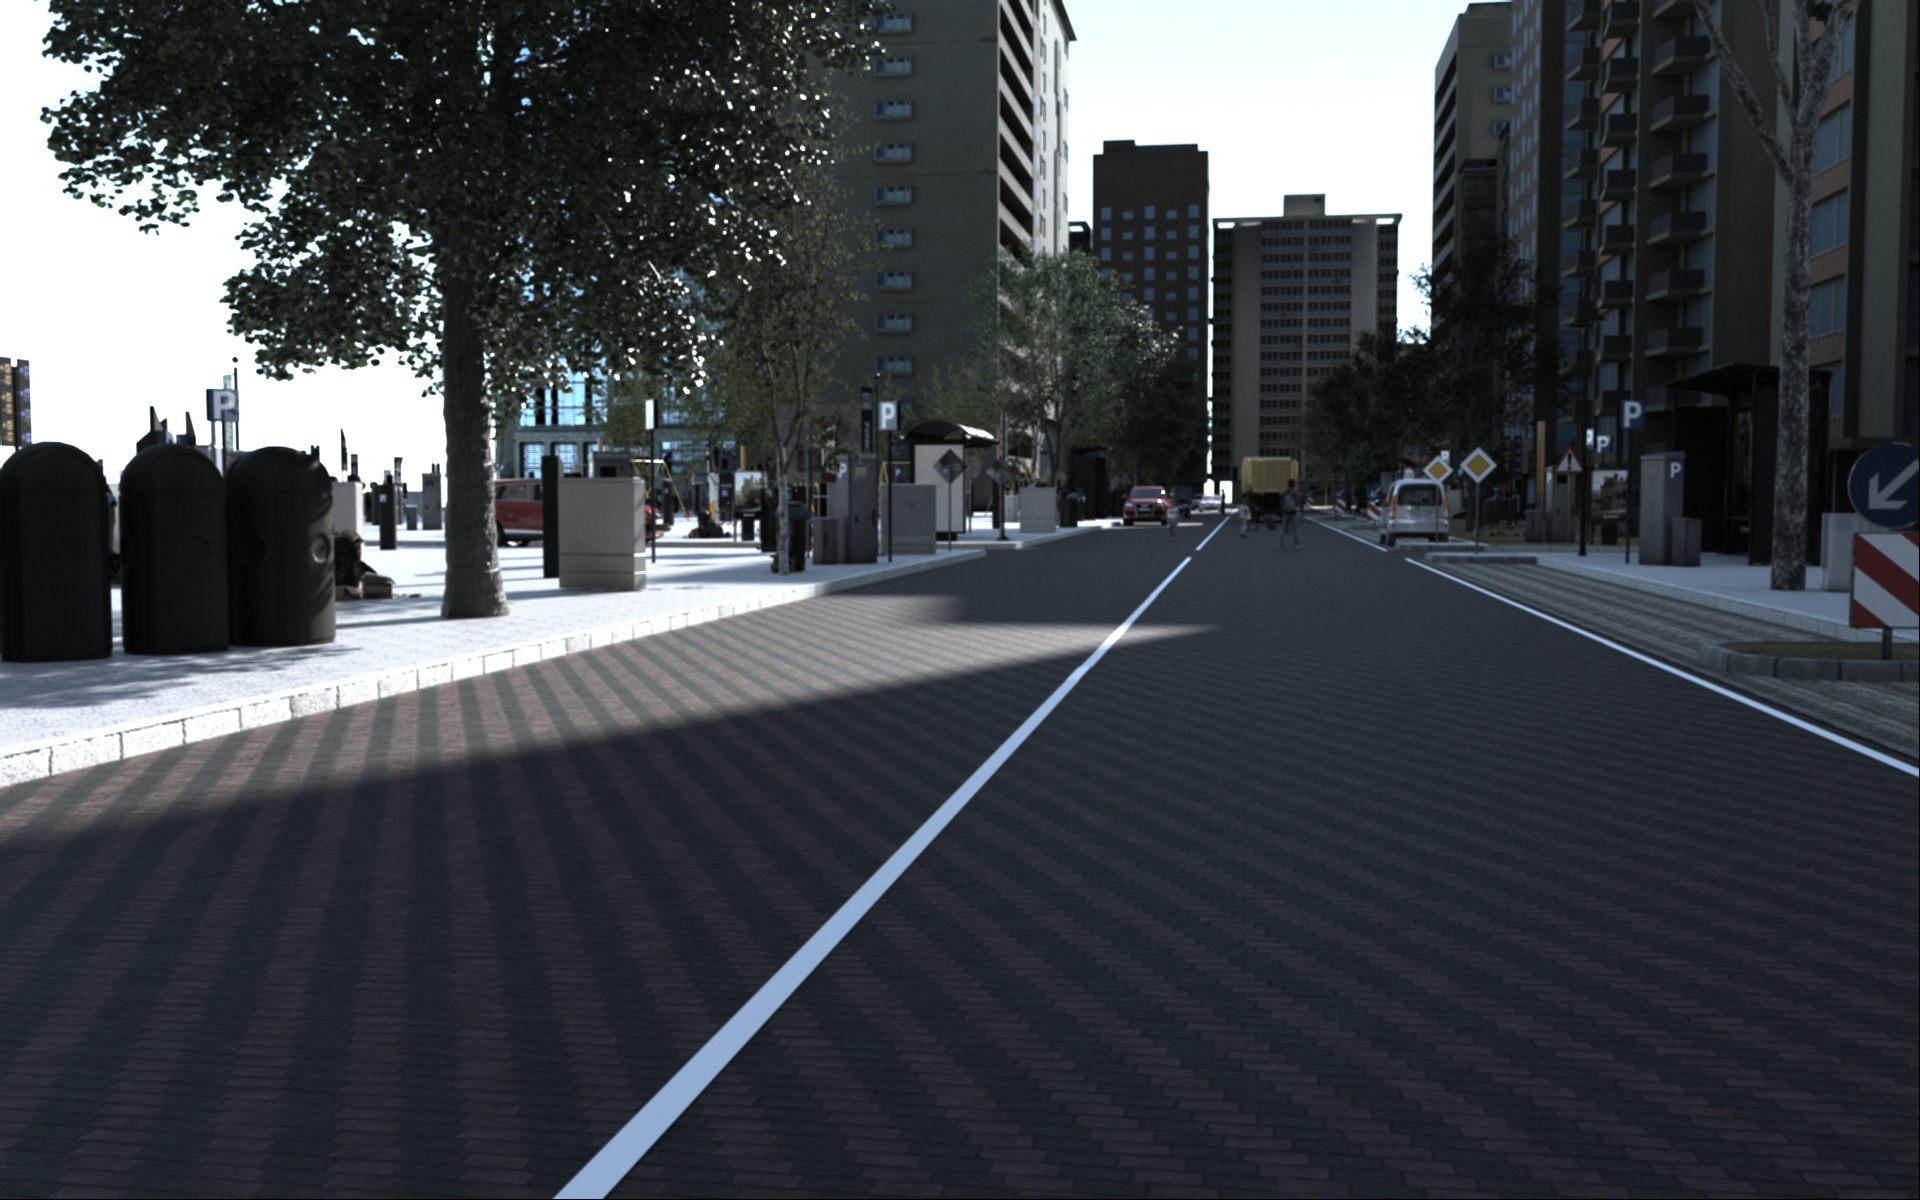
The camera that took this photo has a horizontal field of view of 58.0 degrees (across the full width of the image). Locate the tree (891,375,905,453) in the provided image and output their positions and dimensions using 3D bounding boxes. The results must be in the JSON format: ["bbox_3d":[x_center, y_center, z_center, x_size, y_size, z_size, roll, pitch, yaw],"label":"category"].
[{"bbox_3d":[-0.858,-9.010,97.668,4.737,8.622,4.395,0,3,0],"label":"tree"}]

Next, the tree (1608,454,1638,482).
[{"bbox_3d":[31.545,-5.443,83.596,1.663,3.219,1.824,0,3,0],"label":"tree"}]

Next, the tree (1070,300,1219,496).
[{"bbox_3d":[11.689,-12.616,112.935,9.857,13.997,8.962,0,3,0],"label":"tree"}]

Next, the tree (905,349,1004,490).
[{"bbox_3d":[0.298,-8.412,87.899,4.737,8.622,4.395,0,3,0],"label":"tree"}]

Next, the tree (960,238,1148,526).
[{"bbox_3d":[3.793,-8.813,69.850,9.928,11.665,9.643,0,3,0],"label":"tree"}]

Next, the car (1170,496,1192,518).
[{"bbox_3d":[13.086,-5.653,105.014,1.945,1.354,3.894,1,4,9],"label":"car"}]

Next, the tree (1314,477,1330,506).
[{"bbox_3d":[39.965,-12.056,191.719,1.663,3.219,1.824,0,3,0],"label":"tree"}]

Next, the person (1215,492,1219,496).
[{"bbox_3d":[28.963,-11.361,195.176,0.541,1.710,0.530,1,4,11],"label":"person"}]

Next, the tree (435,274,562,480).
[{"bbox_3d":[-14.239,-6.280,53.038,4.360,8.622,3.978,0,3,0],"label":"tree"}]

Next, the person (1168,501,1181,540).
[{"bbox_3d":[6.697,-2.459,53.719,0.382,1.210,0.505,-3,4,-39],"label":"person"}]

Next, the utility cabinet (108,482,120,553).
[{"bbox_3d":[-15.807,-1.477,32.830,0.318,1.500,1.173,-3,5,-40],"label":"utility cabinet"}]

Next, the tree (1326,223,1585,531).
[{"bbox_3d":[17.801,-7.629,59.145,7.601,10.594,8.767,0,4,-8],"label":"tree"}]

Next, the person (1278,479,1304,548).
[{"bbox_3d":[8.663,-2.268,45.568,0.713,1.824,0.794,-2,4,-25],"label":"person"}]

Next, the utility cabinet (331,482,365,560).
[{"bbox_3d":[-11.254,-1.360,30.911,1.173,1.500,0.318,1,4,8],"label":"utility cabinet"}]

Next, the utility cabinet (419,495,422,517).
[{"bbox_3d":[-30.368,-5.368,98.924,1.020,1.237,0.306,-1,4,-14],"label":"utility cabinet"}]

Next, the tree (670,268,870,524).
[{"bbox_3d":[-6.104,-6.483,56.358,4.737,8.622,4.395,0,3,0],"label":"tree"}]

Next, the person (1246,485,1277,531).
[{"bbox_3d":[11.778,-3.638,68.196,1.509,1.804,0.699,-1,4,-19],"label":"person"}]

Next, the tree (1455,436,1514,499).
[{"bbox_3d":[29.451,-6.928,96.993,4.285,4.588,4.351,0,3,0],"label":"tree"}]

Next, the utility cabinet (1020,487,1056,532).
[{"bbox_3d":[2.576,-2.963,57.126,1.173,1.500,0.318,1,4,10],"label":"utility cabinet"}]

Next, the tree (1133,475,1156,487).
[{"bbox_3d":[14.055,-8.416,132.210,1.663,3.219,1.824,0,3,0],"label":"tree"}]

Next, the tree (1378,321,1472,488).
[{"bbox_3d":[19.689,-7.510,73.145,4.360,8.622,3.978,0,3,0],"label":"tree"}]

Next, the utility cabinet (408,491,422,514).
[{"bbox_3d":[-34.739,-6.240,110.703,1.173,1.500,0.318,0,4,-7],"label":"utility cabinet"}]

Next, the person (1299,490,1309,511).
[{"bbox_3d":[28.338,-8.170,142.610,0.750,1.759,0.617,-1,4,-14],"label":"person"}]

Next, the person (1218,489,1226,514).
[{"bbox_3d":[18.727,-7.035,123.513,0.705,1.826,1.348,2,4,26],"label":"person"}]

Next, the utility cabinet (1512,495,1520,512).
[{"bbox_3d":[34.266,-5.855,106.895,0.306,1.237,1.020,0,4,2],"label":"utility cabinet"}]

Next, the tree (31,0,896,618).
[{"bbox_3d":[-5.053,-6.793,17.726,9.857,13.997,8.962,0,3,0],"label":"tree"}]

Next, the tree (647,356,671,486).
[{"bbox_3d":[-9.035,-6.934,63.735,4.737,8.622,4.395,0,3,0],"label":"tree"}]

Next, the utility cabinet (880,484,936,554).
[{"bbox_3d":[-1.104,-1.717,36.749,1.173,1.500,0.318,0,4,-6],"label":"utility cabinet"}]

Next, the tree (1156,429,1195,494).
[{"bbox_3d":[20.301,-13.148,165.335,4.737,8.622,4.395,0,3,0],"label":"tree"}]

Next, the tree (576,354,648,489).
[{"bbox_3d":[-13.863,-7.531,73.490,4.737,8.622,4.395,0,3,0],"label":"tree"}]

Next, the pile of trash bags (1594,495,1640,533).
[{"bbox_3d":[21.846,-2.810,55.698,1.912,1.369,3.447,-3,5,-42],"label":"pile of trash bags"}]

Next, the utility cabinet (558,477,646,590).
[{"bbox_3d":[-4.776,-0.884,23.125,1.173,1.500,0.318,1,4,22],"label":"utility cabinet"}]

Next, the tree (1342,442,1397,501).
[{"bbox_3d":[24.694,-7.396,104.634,4.285,4.588,4.351,0,3,0],"label":"tree"}]

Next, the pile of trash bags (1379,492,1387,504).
[{"bbox_3d":[23.240,-5.130,93.620,1.912,1.369,3.447,1,4,22],"label":"pile of trash bags"}]

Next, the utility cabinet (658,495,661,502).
[{"bbox_3d":[-17.880,-5.527,101.531,0.306,1.237,1.020,-3,4,-38],"label":"utility cabinet"}]

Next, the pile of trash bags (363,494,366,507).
[{"bbox_3d":[-35.773,-5.586,101.089,1.912,1.369,3.447,3,4,38],"label":"pile of trash bags"}]

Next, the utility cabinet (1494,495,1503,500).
[{"bbox_3d":[34.939,-6.180,112.198,1.020,1.237,0.306,-3,5,-44],"label":"utility cabinet"}]

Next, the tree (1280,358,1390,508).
[{"bbox_3d":[33.903,-14.997,155.575,12.009,13.543,11.850,0,3,0],"label":"tree"}]

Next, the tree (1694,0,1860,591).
[{"bbox_3d":[10.072,-10.262,23.675,12.611,20.169,13.585,0,3,0],"label":"tree"}]

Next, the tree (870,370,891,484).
[{"bbox_3d":[-4.855,-9.289,102.241,4.737,8.622,4.395,0,3,0],"label":"tree"}]

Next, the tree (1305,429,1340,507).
[{"bbox_3d":[37.525,-13.957,178.553,4.737,8.622,4.395,0,3,0],"label":"tree"}]

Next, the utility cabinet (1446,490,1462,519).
[{"bbox_3d":[25.115,-4.900,88.794,1.173,1.500,0.318,3,5,40],"label":"utility cabinet"}]

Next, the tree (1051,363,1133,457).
[{"bbox_3d":[7.234,-8.793,94.122,4.737,8.622,4.395,0,3,0],"label":"tree"}]

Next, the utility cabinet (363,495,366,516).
[{"bbox_3d":[-40.036,-6.421,116.143,1.020,1.237,0.306,0,4,-7],"label":"utility cabinet"}]

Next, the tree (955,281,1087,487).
[{"bbox_3d":[2.296,-6.685,59.655,4.360,8.622,3.978,0,3,0],"label":"tree"}]

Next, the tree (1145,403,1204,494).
[{"bbox_3d":[21.163,-14.810,176.550,7.601,10.594,8.767,-1,4,-12],"label":"tree"}]

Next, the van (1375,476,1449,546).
[{"bbox_3d":[12.719,-2.546,48.640,2.013,2.044,4.112,1,4,9],"label":"van"}]

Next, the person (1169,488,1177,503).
[{"bbox_3d":[12.402,-5.672,101.417,0.728,1.800,0.709,-2,4,-33],"label":"person"}]

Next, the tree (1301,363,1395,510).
[{"bbox_3d":[30.612,-12.861,136.025,9.928,11.665,9.643,0,3,0],"label":"tree"}]

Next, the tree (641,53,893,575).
[{"bbox_3d":[-2.888,-4.689,27.026,4.360,8.622,3.978,0,3,0],"label":"tree"}]

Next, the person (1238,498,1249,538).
[{"bbox_3d":[9.355,-2.705,57.006,0.425,1.301,0.394,2,4,31],"label":"person"}]

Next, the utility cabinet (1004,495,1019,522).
[{"bbox_3d":[2.263,-4.172,79.372,0.306,1.237,1.020,-2,4,-35],"label":"utility cabinet"}]

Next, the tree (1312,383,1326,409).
[{"bbox_3d":[22.770,-9.535,90.314,8.767,10.594,7.601,0,4,7],"label":"tree"}]
